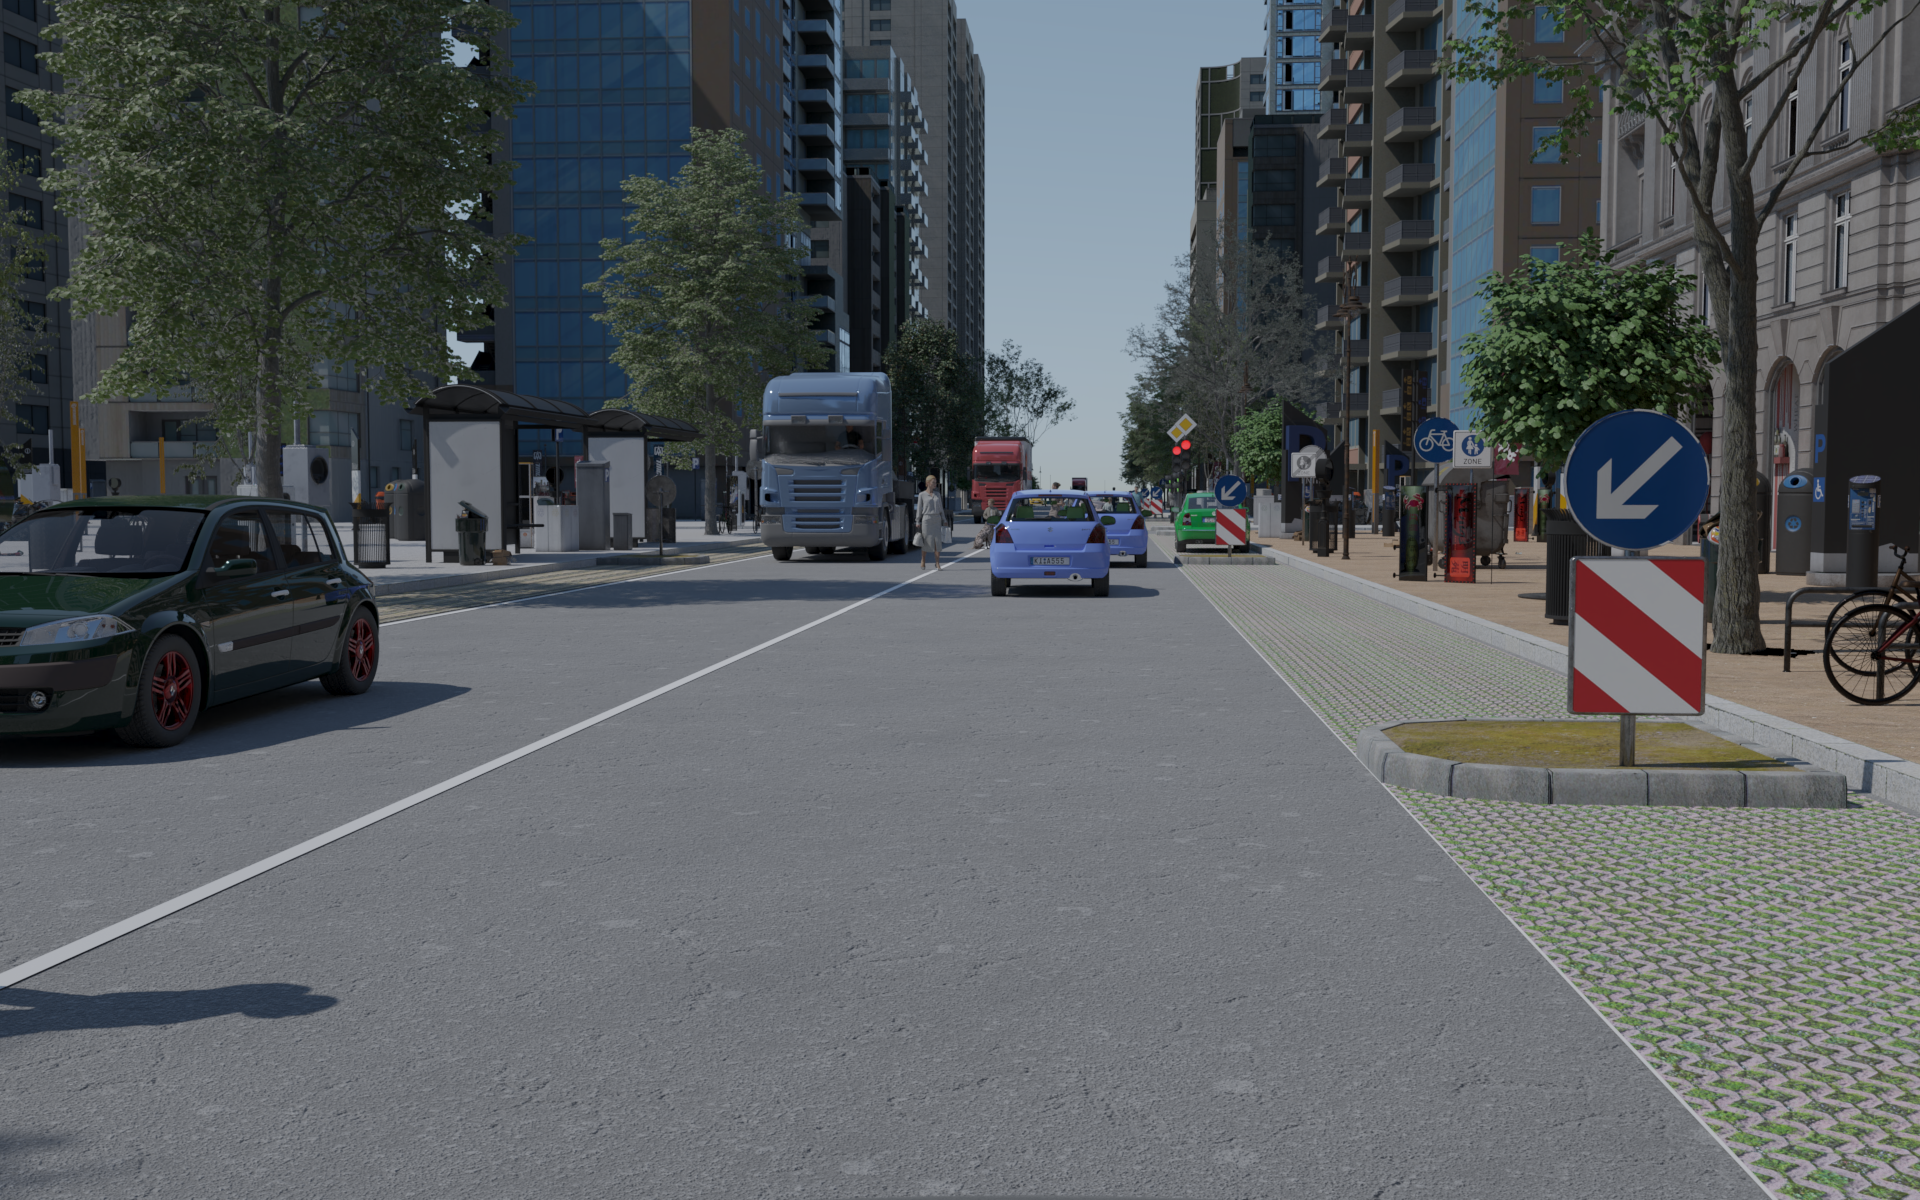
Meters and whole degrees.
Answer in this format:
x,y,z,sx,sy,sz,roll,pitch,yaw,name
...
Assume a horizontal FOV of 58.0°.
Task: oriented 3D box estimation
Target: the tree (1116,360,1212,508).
x,y,z,sx,sy,sz,roll,pitch,yaw,name
19.029,-15.311,156.989,9.857,13.997,8.962,0,3,0,tree

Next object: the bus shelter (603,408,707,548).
x,y,z,sx,sy,sz,roll,pitch,yaw,name
-8.003,-3.043,43.685,2.014,3.302,5.546,0,4,5,bus shelter

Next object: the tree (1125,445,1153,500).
x,y,z,sx,sy,sz,roll,pitch,yaw,name
31.040,-21.795,290.759,7.601,10.594,8.767,3,5,41,tree

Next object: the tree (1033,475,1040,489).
x,y,z,sx,sy,sz,roll,pitch,yaw,name
10.376,-16.916,260.289,4.285,4.588,4.351,0,3,0,tree

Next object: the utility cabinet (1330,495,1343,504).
x,y,z,sx,sy,sz,roll,pitch,yaw,name
17.910,-4.421,83.439,1.020,1.237,0.306,-1,4,-15,utility cabinet

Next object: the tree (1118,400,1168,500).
x,y,z,sx,sy,sz,roll,pitch,yaw,name
23.859,-17.835,208.607,9.611,12.733,9.660,0,3,0,tree

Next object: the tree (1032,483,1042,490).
x,y,z,sx,sy,sz,roll,pitch,yaw,name
13.357,-18.398,295.415,1.663,3.219,1.824,0,3,0,tree

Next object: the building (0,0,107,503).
x,y,z,sx,sy,sz,roll,pitch,yaw,name
-59.064,-39.806,89.082,20.611,71.187,20.563,0,4,5,building

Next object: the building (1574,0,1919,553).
x,y,z,sx,sy,sz,roll,pitch,yaw,name
23.563,-12.032,38.516,13.314,21.916,24.055,0,4,5,building

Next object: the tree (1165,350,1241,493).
x,y,z,sx,sy,sz,roll,pitch,yaw,name
12.227,-8.252,85.282,4.360,8.622,3.978,0,3,0,tree

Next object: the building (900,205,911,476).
x,y,z,sx,sy,sz,roll,pitch,yaw,name
-12.518,-24.172,166.919,14.160,30.474,14.107,0,4,5,building

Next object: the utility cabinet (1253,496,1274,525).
x,y,z,sx,sy,sz,roll,pitch,yaw,name
12.615,-3.679,71.317,1.020,1.237,0.306,1,4,15,utility cabinet

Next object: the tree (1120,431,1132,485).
x,y,z,sx,sy,sz,roll,pitch,yaw,name
27.266,-20.875,259.424,7.486,12.596,7.792,0,3,0,tree

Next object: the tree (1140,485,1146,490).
x,y,z,sx,sy,sz,roll,pitch,yaw,name
29.021,-16.953,271.774,1.663,3.219,1.824,0,3,0,tree

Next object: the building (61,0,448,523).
x,y,z,sx,sy,sz,roll,pitch,yaw,name
-34.182,-24.459,83.493,14.086,41.232,14.154,0,4,5,building

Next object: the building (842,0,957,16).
x,y,z,sx,sy,sz,roll,pitch,yaw,name
-8.815,-49.437,246.541,20.563,71.187,20.611,0,4,5,building

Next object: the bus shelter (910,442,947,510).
x,y,z,sx,sy,sz,roll,pitch,yaw,name
-2.135,-8.827,121.952,2.179,5.291,8.768,0,4,5,bus shelter

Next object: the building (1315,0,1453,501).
x,y,z,sx,sy,sz,roll,pitch,yaw,name
33.174,-27.437,103.224,22.147,44.769,28.867,0,4,5,building

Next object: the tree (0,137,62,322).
x,y,z,sx,sy,sz,roll,pitch,yaw,name
-18.561,-4.939,31.116,4.737,8.622,4.395,0,3,0,tree

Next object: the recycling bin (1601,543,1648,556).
x,y,z,sx,sy,sz,roll,pitch,yaw,name
13.626,-1.408,35.571,0.722,1.027,0.722,-2,4,-25,recycling bin

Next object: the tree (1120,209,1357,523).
x,y,z,sx,sy,sz,roll,pitch,yaw,name
11.991,-10.109,75.646,12.009,13.543,11.850,0,3,0,tree

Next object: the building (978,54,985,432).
x,y,z,sx,sy,sz,roll,pitch,yaw,name
-6.234,-50.686,266.968,20.563,71.187,20.611,0,4,5,building

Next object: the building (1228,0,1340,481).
x,y,z,sx,sy,sz,roll,pitch,yaw,name
39.891,-52.893,177.477,22.319,86.520,31.000,0,4,5,building

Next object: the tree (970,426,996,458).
x,y,z,sx,sy,sz,roll,pitch,yaw,name
2.850,-13.933,178.173,4.360,8.622,3.978,0,3,0,tree

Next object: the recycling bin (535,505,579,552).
x,y,z,sx,sy,sz,roll,pitch,yaw,name
-8.985,-1.594,38.622,0.722,1.027,0.722,1,4,19,recycling bin

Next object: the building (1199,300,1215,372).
x,y,z,sx,sy,sz,roll,pitch,yaw,name
41.592,-29.307,250.872,14.160,30.474,14.107,0,4,5,building

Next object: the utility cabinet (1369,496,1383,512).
x,y,z,sx,sy,sz,roll,pitch,yaw,name
18.066,-3.871,74.452,1.020,1.237,0.306,-2,4,-29,utility cabinet

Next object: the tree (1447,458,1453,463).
x,y,z,sx,sy,sz,roll,pitch,yaw,name
21.009,-4.842,73.773,1.663,3.219,1.824,0,3,0,tree

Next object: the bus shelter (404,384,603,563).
x,y,z,sx,sy,sz,roll,pitch,yaw,name
-8.998,-2.489,34.614,2.014,3.302,5.546,0,4,5,bus shelter

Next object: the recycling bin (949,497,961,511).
x,y,z,sx,sy,sz,roll,pitch,yaw,name
-0.372,-7.073,128.204,0.722,1.027,0.722,3,4,38,recycling bin

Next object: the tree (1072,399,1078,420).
x,y,z,sx,sy,sz,roll,pitch,yaw,name
10.316,-23.400,238.471,12.611,20.169,13.585,0,3,0,tree

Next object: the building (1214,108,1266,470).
x,y,z,sx,sy,sz,roll,pitch,yaw,name
37.177,-33.739,201.750,14.600,45.320,14.200,0,4,5,building

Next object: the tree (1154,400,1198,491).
x,y,z,sx,sy,sz,roll,pitch,yaw,name
16.784,-11.116,132.115,4.737,8.622,4.395,0,3,0,tree

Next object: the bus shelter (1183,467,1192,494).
x,y,z,sx,sy,sz,roll,pitch,yaw,name
16.351,-8.000,122.082,1.731,3.624,6.357,0,4,5,bus shelter

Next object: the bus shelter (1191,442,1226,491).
x,y,z,sx,sy,sz,roll,pitch,yaw,name
16.232,-8.357,114.268,2.179,5.291,8.768,0,4,5,bus shelter

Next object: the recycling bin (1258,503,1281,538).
x,y,z,sx,sy,sz,roll,pitch,yaw,name
9.192,-2.348,50.949,0.722,1.027,0.722,1,4,19,recycling bin

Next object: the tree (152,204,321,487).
x,y,z,sx,sy,sz,roll,pitch,yaw,name
-17.587,-5.631,42.430,4.360,8.622,3.978,0,3,0,tree

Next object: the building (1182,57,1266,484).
x,y,z,sx,sy,sz,roll,pitch,yaw,name
47.560,-52.023,288.829,20.563,71.187,20.611,0,4,5,building

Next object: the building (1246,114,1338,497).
x,y,z,sx,sy,sz,roll,pitch,yaw,name
29.206,-22.197,134.620,14.160,30.474,14.107,0,4,5,building

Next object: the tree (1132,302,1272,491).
x,y,z,sx,sy,sz,roll,pitch,yaw,name
14.753,-11.268,102.359,7.486,12.596,7.792,0,3,0,tree

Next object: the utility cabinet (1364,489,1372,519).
x,y,z,sx,sy,sz,roll,pitch,yaw,name
18.774,-4.344,79.711,0.318,1.500,1.173,1,4,8,utility cabinet

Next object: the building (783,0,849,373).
x,y,z,sx,sy,sz,roll,pitch,yaw,name
-19.300,-49.491,121.845,22.319,86.520,31.000,0,4,5,building

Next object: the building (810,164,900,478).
x,y,z,sx,sy,sz,roll,pitch,yaw,name
-13.457,-23.313,152.866,14.160,30.474,14.107,0,4,5,building

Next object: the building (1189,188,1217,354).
x,y,z,sx,sy,sz,roll,pitch,yaw,name
46.738,-39.434,268.447,21.300,48.544,21.600,0,4,5,building

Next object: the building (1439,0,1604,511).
x,y,z,sx,sy,sz,roll,pitch,yaw,name
30.684,-26.231,78.987,14.200,45.320,14.600,0,4,5,building

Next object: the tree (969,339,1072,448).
x,y,z,sx,sy,sz,roll,pitch,yaw,name
6.622,-21.596,208.975,12.611,20.169,13.585,0,3,0,tree

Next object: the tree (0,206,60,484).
x,y,z,sx,sy,sz,roll,pitch,yaw,name
-23.615,-5.573,41.483,4.360,8.622,3.978,0,3,0,tree

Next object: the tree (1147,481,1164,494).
x,y,z,sx,sy,sz,roll,pitch,yaw,name
22.039,-11.983,190.521,1.663,3.219,1.824,0,3,0,tree

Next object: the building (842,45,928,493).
x,y,z,sx,sy,sz,roll,pitch,yaw,name
-15.408,-34.845,189.326,23.786,49.044,30.456,0,4,5,building

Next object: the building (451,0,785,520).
x,y,z,sx,sy,sz,roll,pitch,yaw,name
-17.549,-27.045,92.298,14.600,45.320,14.200,0,4,5,building
